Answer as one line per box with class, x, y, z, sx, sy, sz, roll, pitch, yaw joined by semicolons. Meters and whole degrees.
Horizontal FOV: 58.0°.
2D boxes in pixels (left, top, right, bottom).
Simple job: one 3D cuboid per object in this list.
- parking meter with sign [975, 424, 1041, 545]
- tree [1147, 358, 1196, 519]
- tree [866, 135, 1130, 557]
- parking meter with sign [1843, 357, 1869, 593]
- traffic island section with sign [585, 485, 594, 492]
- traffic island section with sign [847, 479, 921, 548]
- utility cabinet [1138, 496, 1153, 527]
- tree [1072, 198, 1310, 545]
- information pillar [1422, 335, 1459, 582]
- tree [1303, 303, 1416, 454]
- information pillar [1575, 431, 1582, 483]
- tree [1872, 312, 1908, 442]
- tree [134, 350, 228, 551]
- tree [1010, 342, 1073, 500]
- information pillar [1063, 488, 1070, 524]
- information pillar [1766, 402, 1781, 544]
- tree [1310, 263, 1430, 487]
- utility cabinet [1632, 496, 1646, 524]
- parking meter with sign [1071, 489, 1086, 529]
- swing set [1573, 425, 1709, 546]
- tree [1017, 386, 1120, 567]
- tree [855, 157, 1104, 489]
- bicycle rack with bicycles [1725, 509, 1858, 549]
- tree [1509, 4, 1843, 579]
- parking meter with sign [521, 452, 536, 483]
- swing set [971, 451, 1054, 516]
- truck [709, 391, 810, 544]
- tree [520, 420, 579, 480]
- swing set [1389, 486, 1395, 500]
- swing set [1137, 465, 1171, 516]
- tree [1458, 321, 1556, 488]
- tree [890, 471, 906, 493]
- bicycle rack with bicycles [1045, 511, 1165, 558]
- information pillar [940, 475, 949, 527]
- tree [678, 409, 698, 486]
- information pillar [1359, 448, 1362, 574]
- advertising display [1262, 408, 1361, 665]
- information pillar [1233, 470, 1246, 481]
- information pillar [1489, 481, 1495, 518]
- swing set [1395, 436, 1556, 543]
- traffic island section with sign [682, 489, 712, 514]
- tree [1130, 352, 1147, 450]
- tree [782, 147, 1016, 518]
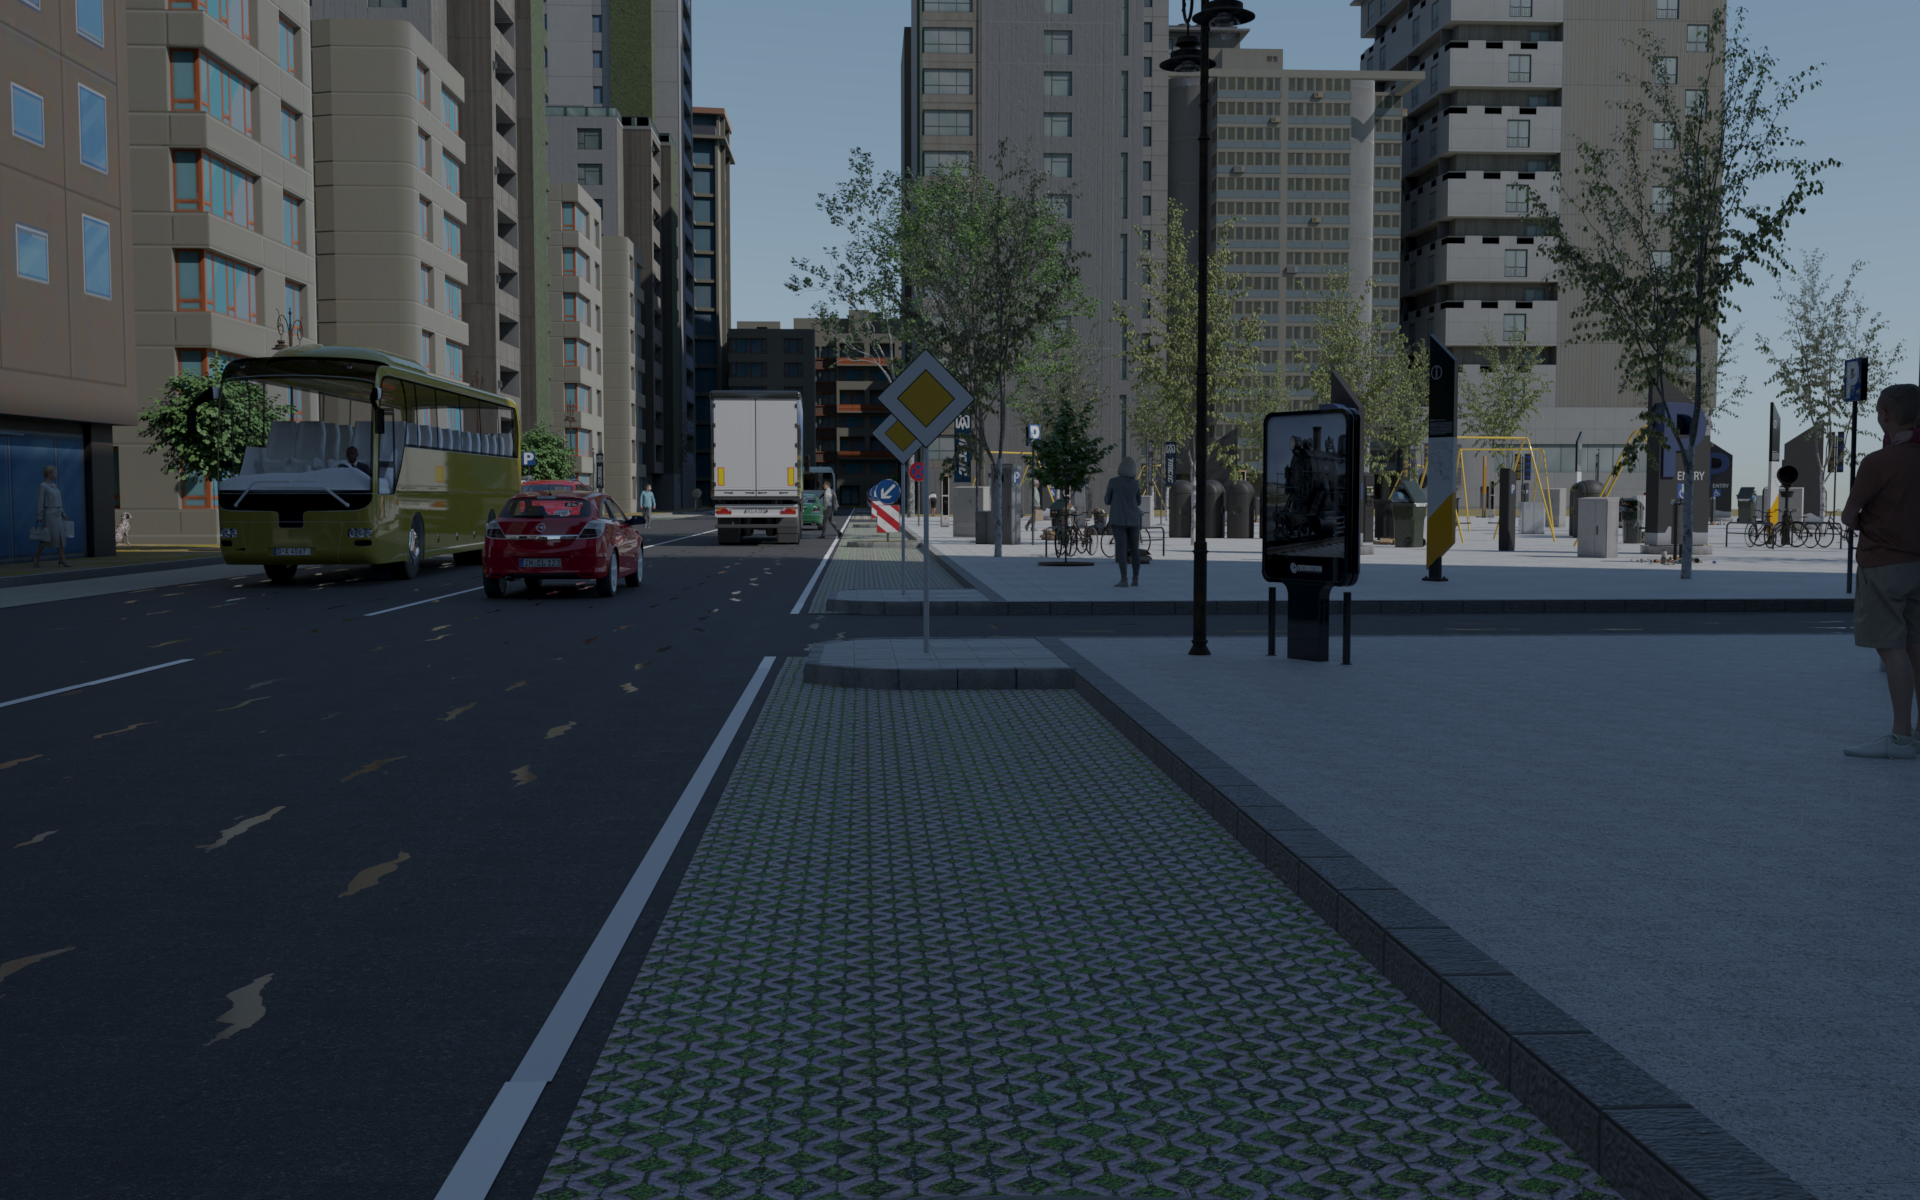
parking meter with sign;1.166;-2.911;43.857;1.738;3.016;0.543;3;4;36
tree;10.052;-8.504;89.405;4.360;8.622;3.978;0;3;0
tree;0.564;-5.192;35.253;4.360;8.622;3.978;0;3;0
parking meter with sign;12.335;-1.589;22.245;1.738;3.016;0.543;0;4;6
traffic island section with sign;-15.912;-3.980;73.708;1.989;1.847;2.006;0;4;-3
traffic island section with sign;-2.064;-2.337;46.835;1.989;1.847;2.006;0;4;-3
utility cabinet;6.742;-3.310;65.276;1.020;1.237;0.306;2;4;27
tree;5.792;-5.659;42.894;4.737;8.622;4.395;0;3;0
information pillar;7.049;-2.080;25.355;0.183;3.616;0.504;-2;4;-34
tree;15.503;-7.168;67.558;4.360;8.622;3.978;0;3;0
information pillar;22.994;-4.469;64.418;0.183;3.616;0.504;3;4;38
tree;25.667;-6.172;51.269;4.360;8.622;3.978;0;3;0
tree;-16.996;-3.421;39.643;4.285;4.588;4.351;0;3;0
tree;4.382;-7.825;78.301;4.737;8.622;4.395;0;3;0
information pillar;4.498;-4.202;73.194;0.304;2.012;0.304;0;4;-4
information pillar;20.787;-3.236;44.256;0.504;3.616;0.183;-3;5;-43
tree;12.385;-6.391;54.861;4.737;8.622;4.395;0;3;0
utility cabinet;29.261;-3.852;74.144;1.020;1.237;0.306;-1;4;-20
parking meter with sign;4.391;-4.195;64.842;0.543;3.016;1.738;0;4;-7
swing set;16.020;-2.640;40.777;2.862;2.851;3.119;1;4;18
tree;1.866;-2.239;31.202;1.663;3.219;1.824;0;3;0
tree;0.516;-7.901;54.943;9.928;11.665;9.643;0;3;0
bicycle rack with bicycles;19.667;-1.710;41.343;2.852;0.926;2.925;-1;4;-9
tree;10.817;-4.634;26.131;4.360;8.622;3.978;0;3;0
parking meter with sign;-17.790;-4.560;70.817;0.543;3.016;1.738;0;4;-2
swing set;1.954;-4.091;64.503;2.862;2.851;3.119;3;5;40
truck;-6.005;-3.895;52.601;2.839;4.237;11.283;0;4;-5
tree;-18.634;-5.691;76.763;4.285;4.588;4.351;0;3;0
swing set;24.129;-5.771;91.973;2.862;2.851;3.119;2;4;29
swing set;10.398;-5.876;93.700;2.862;2.851;3.119;-1;4;-8
tree;22.964;-7.520;73.321;4.737;8.622;4.395;0;3;0
tree;-5.496;-9.149;144.181;1.663;3.219;1.824;0;3;0
bicycle rack with bicycles;2.787;-1.355;35.533;2.852;0.926;2.925;3;4;36
information pillar;-0.592;-3.837;67.228;0.304;2.012;0.304;-1;4;-11
tree;-23.548;-11.801;143.310;4.360;8.622;3.978;0;3;0
information pillar;6.300;-1.433;27.921;0.304;2.012;0.304;0;4;8
advertising display;2.692;-0.498;13.350;0.123;1.923;0.974;-2;4;-30
information pillar;8.697;-3.023;53.923;0.304;2.012;0.304;-1;4;-15
information pillar;29.010;-5.502;94.455;0.304;2.012;0.304;1;4;21
swing set;14.058;-3.031;47.169;3.119;2.851;2.862;-1;4;-17
traffic island section with sign;-18.705;-7.022;123.430;1.989;1.847;2.006;0;4;-3
tree;4.393;-7.282;69.418;4.360;8.622;3.978;0;3;0
tree;-3.312;-14.610;94.768;12.611;20.169;13.585;0;3;0
